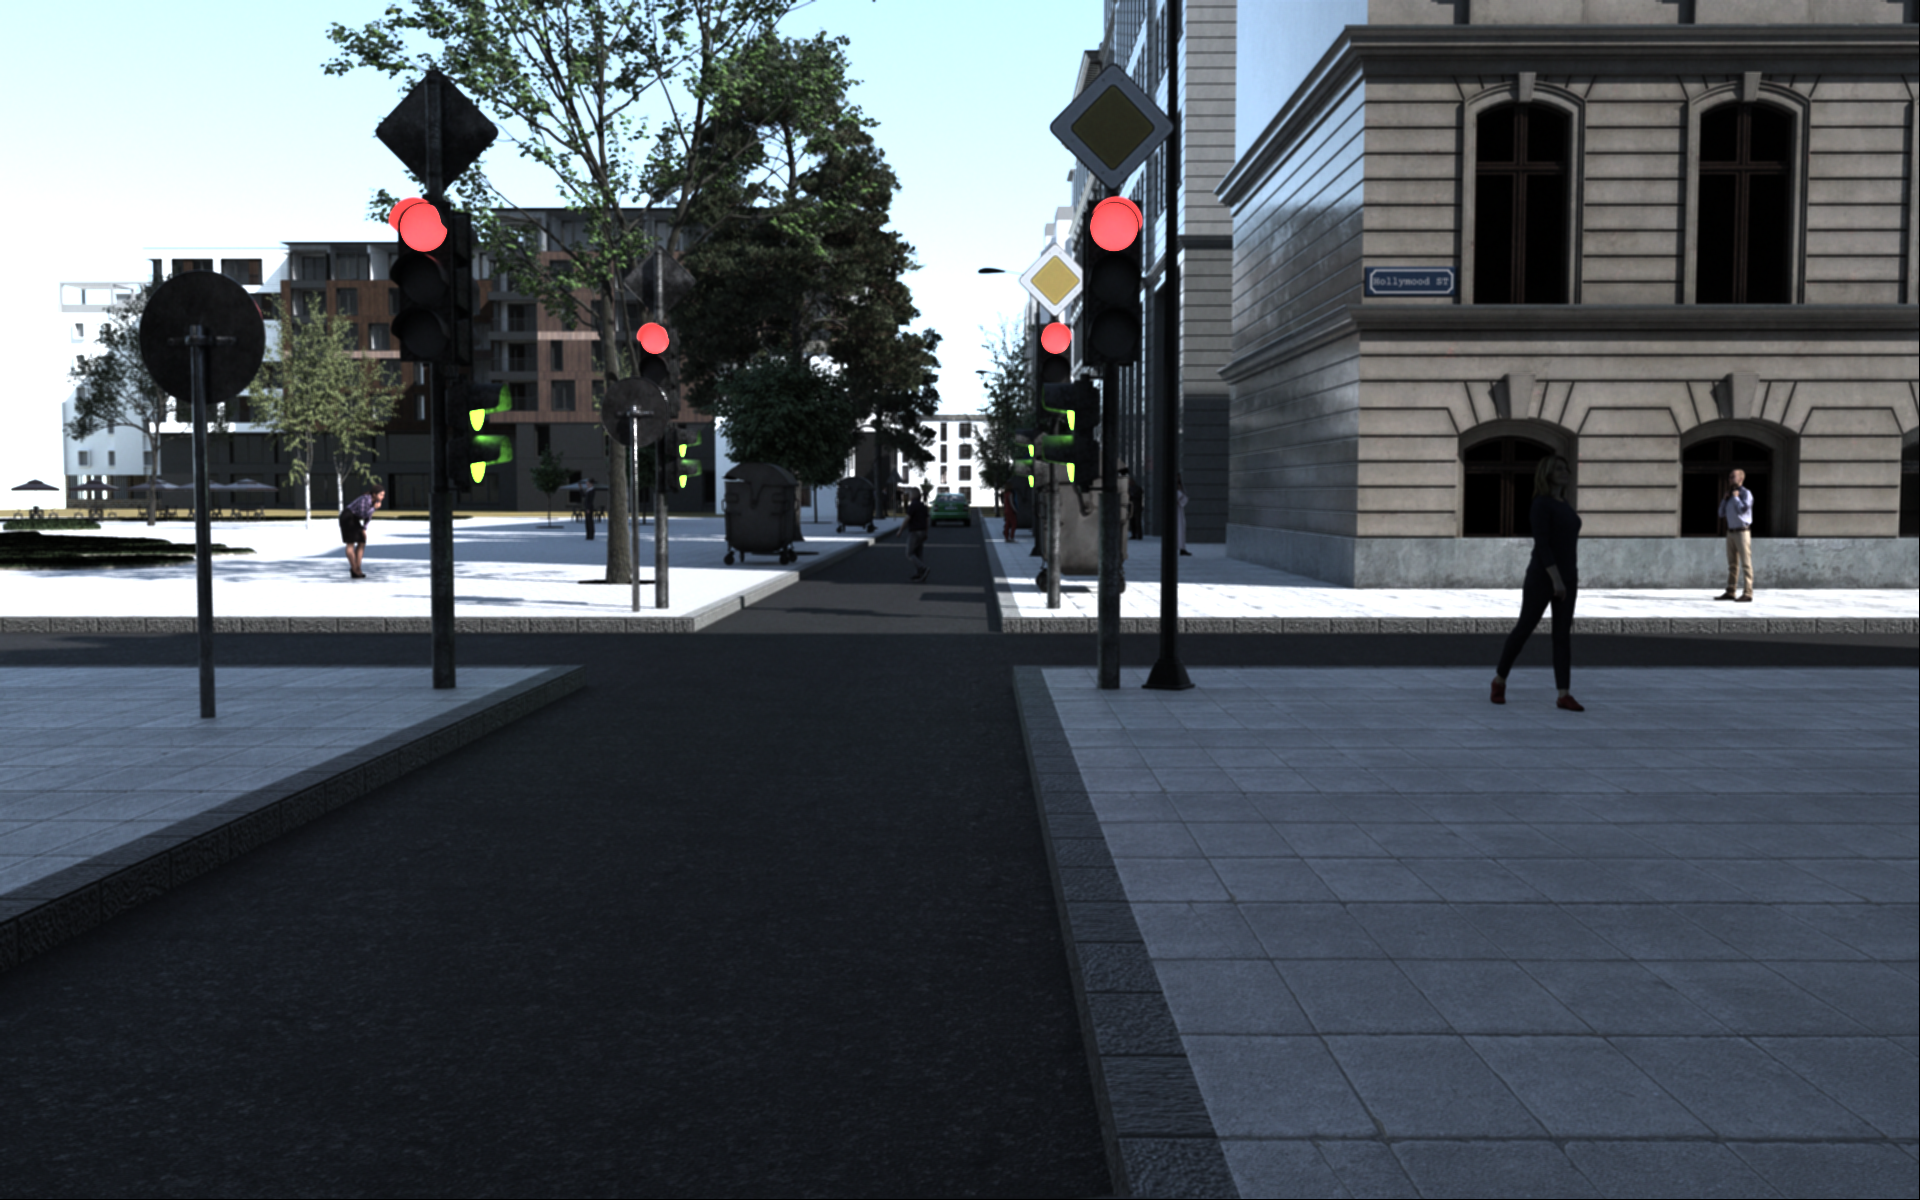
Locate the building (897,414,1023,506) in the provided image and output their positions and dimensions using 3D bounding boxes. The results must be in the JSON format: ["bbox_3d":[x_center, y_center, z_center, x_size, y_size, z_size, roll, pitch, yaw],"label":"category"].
[{"bbox_3d":[3.313,-14.917,186.034,28.070,9.664,9.099,0,4,0],"label":"building"}]

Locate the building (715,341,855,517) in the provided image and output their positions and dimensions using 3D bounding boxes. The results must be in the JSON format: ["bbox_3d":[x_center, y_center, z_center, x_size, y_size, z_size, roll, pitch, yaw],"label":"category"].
[{"bbox_3d":[-11.052,-10.211,109.102,9.099,9.664,28.070,0,4,0],"label":"building"}]

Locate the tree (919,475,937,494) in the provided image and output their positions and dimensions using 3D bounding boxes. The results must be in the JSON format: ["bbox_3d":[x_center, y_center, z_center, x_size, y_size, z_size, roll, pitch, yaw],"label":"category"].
[{"bbox_3d":[-3.378,-10.791,171.032,1.663,3.219,1.824,0,3,0],"label":"tree"}]

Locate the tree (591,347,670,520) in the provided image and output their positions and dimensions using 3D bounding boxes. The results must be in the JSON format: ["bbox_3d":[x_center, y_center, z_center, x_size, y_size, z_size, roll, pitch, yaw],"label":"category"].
[{"bbox_3d":[-16.466,-8.296,86.006,4.737,8.622,4.395,0,3,0],"label":"tree"}]

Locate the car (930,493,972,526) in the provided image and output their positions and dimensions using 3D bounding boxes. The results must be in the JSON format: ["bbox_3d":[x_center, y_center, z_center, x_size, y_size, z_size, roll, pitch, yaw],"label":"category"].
[{"bbox_3d":[-0.435,-4.228,77.925,1.959,1.807,4.718,0,4,-1],"label":"car"}]

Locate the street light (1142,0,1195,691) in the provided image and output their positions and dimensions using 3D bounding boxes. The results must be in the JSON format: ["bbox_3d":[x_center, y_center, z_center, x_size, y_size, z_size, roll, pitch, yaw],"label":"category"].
[{"bbox_3d":[0.841,-2.371,11.313,1.470,5.913,1.316,0,4,0],"label":"street light"}]

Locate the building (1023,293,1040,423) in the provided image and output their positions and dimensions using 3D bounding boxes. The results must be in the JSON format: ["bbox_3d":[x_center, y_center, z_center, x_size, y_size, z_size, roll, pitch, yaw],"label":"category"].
[{"bbox_3d":[14.379,-17.467,152.044,16.747,18.905,31.486,0,4,0],"label":"building"}]

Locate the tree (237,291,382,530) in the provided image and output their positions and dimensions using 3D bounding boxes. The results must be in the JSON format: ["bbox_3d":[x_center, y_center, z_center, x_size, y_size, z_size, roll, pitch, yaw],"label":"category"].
[{"bbox_3d":[-23.685,-6.829,62.014,4.737,8.622,4.395,0,3,0],"label":"tree"}]

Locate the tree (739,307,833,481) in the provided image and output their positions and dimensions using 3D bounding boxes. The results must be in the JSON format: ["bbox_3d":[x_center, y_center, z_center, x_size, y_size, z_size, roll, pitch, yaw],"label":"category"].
[{"bbox_3d":[-6.697,-6.935,63.745,4.737,8.622,4.395,0,3,0],"label":"tree"}]

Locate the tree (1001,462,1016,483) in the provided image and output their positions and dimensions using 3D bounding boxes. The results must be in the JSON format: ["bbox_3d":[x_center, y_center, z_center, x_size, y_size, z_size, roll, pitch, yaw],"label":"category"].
[{"bbox_3d":[3.082,-5.648,86.951,1.663,3.219,1.824,0,3,0],"label":"tree"}]

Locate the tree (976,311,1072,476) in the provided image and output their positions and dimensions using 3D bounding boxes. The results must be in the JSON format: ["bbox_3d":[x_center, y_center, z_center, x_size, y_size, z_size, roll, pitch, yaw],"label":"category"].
[{"bbox_3d":[2.463,-7.296,69.653,4.737,8.622,4.395,0,3,0],"label":"tree"}]

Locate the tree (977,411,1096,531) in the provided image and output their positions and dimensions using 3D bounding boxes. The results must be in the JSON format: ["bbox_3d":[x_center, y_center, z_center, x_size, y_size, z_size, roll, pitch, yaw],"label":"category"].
[{"bbox_3d":[3.018,-4.666,60.004,4.285,4.588,4.351,0,3,0],"label":"tree"}]

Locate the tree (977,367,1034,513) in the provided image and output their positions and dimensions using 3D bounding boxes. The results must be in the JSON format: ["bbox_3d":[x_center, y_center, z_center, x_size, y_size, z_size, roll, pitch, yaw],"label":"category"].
[{"bbox_3d":[3.314,-9.018,97.800,4.360,8.622,3.978,0,3,0],"label":"tree"}]

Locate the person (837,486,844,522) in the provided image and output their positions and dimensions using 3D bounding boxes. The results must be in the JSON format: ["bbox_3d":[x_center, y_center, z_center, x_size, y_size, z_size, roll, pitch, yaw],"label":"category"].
[{"bbox_3d":[-5.485,-4.459,80.409,0.415,1.643,0.593,2,4,33],"label":"person"}]

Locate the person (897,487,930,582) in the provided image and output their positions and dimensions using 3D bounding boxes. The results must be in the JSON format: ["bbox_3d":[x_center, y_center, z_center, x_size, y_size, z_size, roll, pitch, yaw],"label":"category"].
[{"bbox_3d":[-0.727,-1.082,28.407,0.569,1.553,0.471,-1,4,-21],"label":"person"}]

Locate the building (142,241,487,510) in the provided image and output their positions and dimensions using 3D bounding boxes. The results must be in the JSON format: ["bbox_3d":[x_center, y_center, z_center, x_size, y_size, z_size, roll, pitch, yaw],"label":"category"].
[{"bbox_3d":[-51.244,-18.981,154.315,32.646,21.610,27.936,0,4,0],"label":"building"}]

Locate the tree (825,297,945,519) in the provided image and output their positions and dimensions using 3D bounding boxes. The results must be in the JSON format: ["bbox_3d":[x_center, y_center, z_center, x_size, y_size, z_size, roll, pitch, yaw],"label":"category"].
[{"bbox_3d":[-4.153,-10.140,87.843,6.751,12.117,7.091,0,3,0],"label":"tree"}]

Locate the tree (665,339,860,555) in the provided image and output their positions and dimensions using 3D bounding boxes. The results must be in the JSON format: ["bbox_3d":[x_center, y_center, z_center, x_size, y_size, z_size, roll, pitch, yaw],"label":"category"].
[{"bbox_3d":[-3.805,-3.245,36.777,4.285,4.588,4.351,0,3,0],"label":"tree"}]

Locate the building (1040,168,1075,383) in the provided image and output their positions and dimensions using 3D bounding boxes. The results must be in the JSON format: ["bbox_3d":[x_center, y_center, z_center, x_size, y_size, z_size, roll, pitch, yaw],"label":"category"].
[{"bbox_3d":[12.998,-15.287,106.357,16.016,20.091,11.380,0,4,0],"label":"building"}]

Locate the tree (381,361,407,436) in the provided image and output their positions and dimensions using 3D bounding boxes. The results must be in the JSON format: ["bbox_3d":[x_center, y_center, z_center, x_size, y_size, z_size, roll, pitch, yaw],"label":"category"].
[{"bbox_3d":[-24.181,-7.184,67.828,4.737,8.622,4.395,0,3,0],"label":"tree"}]

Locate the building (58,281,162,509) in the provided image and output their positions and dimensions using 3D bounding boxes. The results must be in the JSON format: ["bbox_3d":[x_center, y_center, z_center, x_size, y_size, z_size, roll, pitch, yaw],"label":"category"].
[{"bbox_3d":[-73.737,-18.596,160.464,11.380,20.091,16.016,0,4,0],"label":"building"}]

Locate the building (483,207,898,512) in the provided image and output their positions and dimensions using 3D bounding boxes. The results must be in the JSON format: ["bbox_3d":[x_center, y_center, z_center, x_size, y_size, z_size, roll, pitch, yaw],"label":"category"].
[{"bbox_3d":[-19.667,-18.103,139.952,27.936,21.610,32.646,0,4,0],"label":"building"}]

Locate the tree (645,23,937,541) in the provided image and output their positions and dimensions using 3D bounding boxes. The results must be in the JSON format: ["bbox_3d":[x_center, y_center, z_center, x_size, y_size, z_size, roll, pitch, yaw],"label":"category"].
[{"bbox_3d":[-4.277,-8.524,46.791,7.806,13.903,7.818,0,3,0],"label":"tree"}]

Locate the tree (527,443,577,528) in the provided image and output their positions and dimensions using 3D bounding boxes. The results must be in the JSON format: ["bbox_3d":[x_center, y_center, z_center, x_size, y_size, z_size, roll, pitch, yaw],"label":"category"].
[{"bbox_3d":[-15.709,-4.357,65.841,1.663,3.219,1.824,0,3,0],"label":"tree"}]

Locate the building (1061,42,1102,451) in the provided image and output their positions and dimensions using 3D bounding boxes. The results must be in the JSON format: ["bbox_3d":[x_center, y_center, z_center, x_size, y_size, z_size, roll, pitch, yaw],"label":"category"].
[{"bbox_3d":[10.871,-15.596,83.866,11.050,23.489,19.941,0,4,0],"label":"building"}]

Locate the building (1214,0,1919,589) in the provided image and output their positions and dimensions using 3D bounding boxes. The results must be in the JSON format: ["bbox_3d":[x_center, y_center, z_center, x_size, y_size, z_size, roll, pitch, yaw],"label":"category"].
[{"bbox_3d":[22.296,-12.756,27.653,34.723,24.649,14.460,0,4,0],"label":"building"}]

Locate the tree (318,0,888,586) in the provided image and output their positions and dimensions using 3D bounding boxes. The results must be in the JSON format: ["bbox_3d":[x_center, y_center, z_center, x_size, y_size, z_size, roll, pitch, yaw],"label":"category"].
[{"bbox_3d":[-4.755,-6.044,24.576,9.928,11.665,9.643,0,3,0],"label":"tree"}]

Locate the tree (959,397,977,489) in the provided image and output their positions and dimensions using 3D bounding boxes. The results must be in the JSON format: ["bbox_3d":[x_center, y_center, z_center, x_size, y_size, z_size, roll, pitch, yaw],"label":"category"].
[{"bbox_3d":[2.232,-10.258,118.078,4.360,8.622,3.978,0,3,0],"label":"tree"}]

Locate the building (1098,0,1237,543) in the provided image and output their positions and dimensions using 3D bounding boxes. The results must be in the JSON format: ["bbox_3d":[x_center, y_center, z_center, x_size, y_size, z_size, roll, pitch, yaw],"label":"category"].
[{"bbox_3d":[11.282,-17.206,58.803,11.434,29.767,29.804,0,4,0],"label":"building"}]

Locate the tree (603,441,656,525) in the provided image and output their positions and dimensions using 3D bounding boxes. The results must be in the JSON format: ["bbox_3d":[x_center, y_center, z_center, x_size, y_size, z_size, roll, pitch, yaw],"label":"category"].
[{"bbox_3d":[-13.259,-5.450,72.820,4.285,4.588,4.351,0,3,0],"label":"tree"}]

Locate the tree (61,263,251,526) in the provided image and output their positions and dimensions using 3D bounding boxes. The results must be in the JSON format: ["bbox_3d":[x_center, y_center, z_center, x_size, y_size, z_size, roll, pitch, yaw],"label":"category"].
[{"bbox_3d":[-32.278,-8.264,69.528,7.601,10.594,8.767,0,4,-4],"label":"tree"}]
